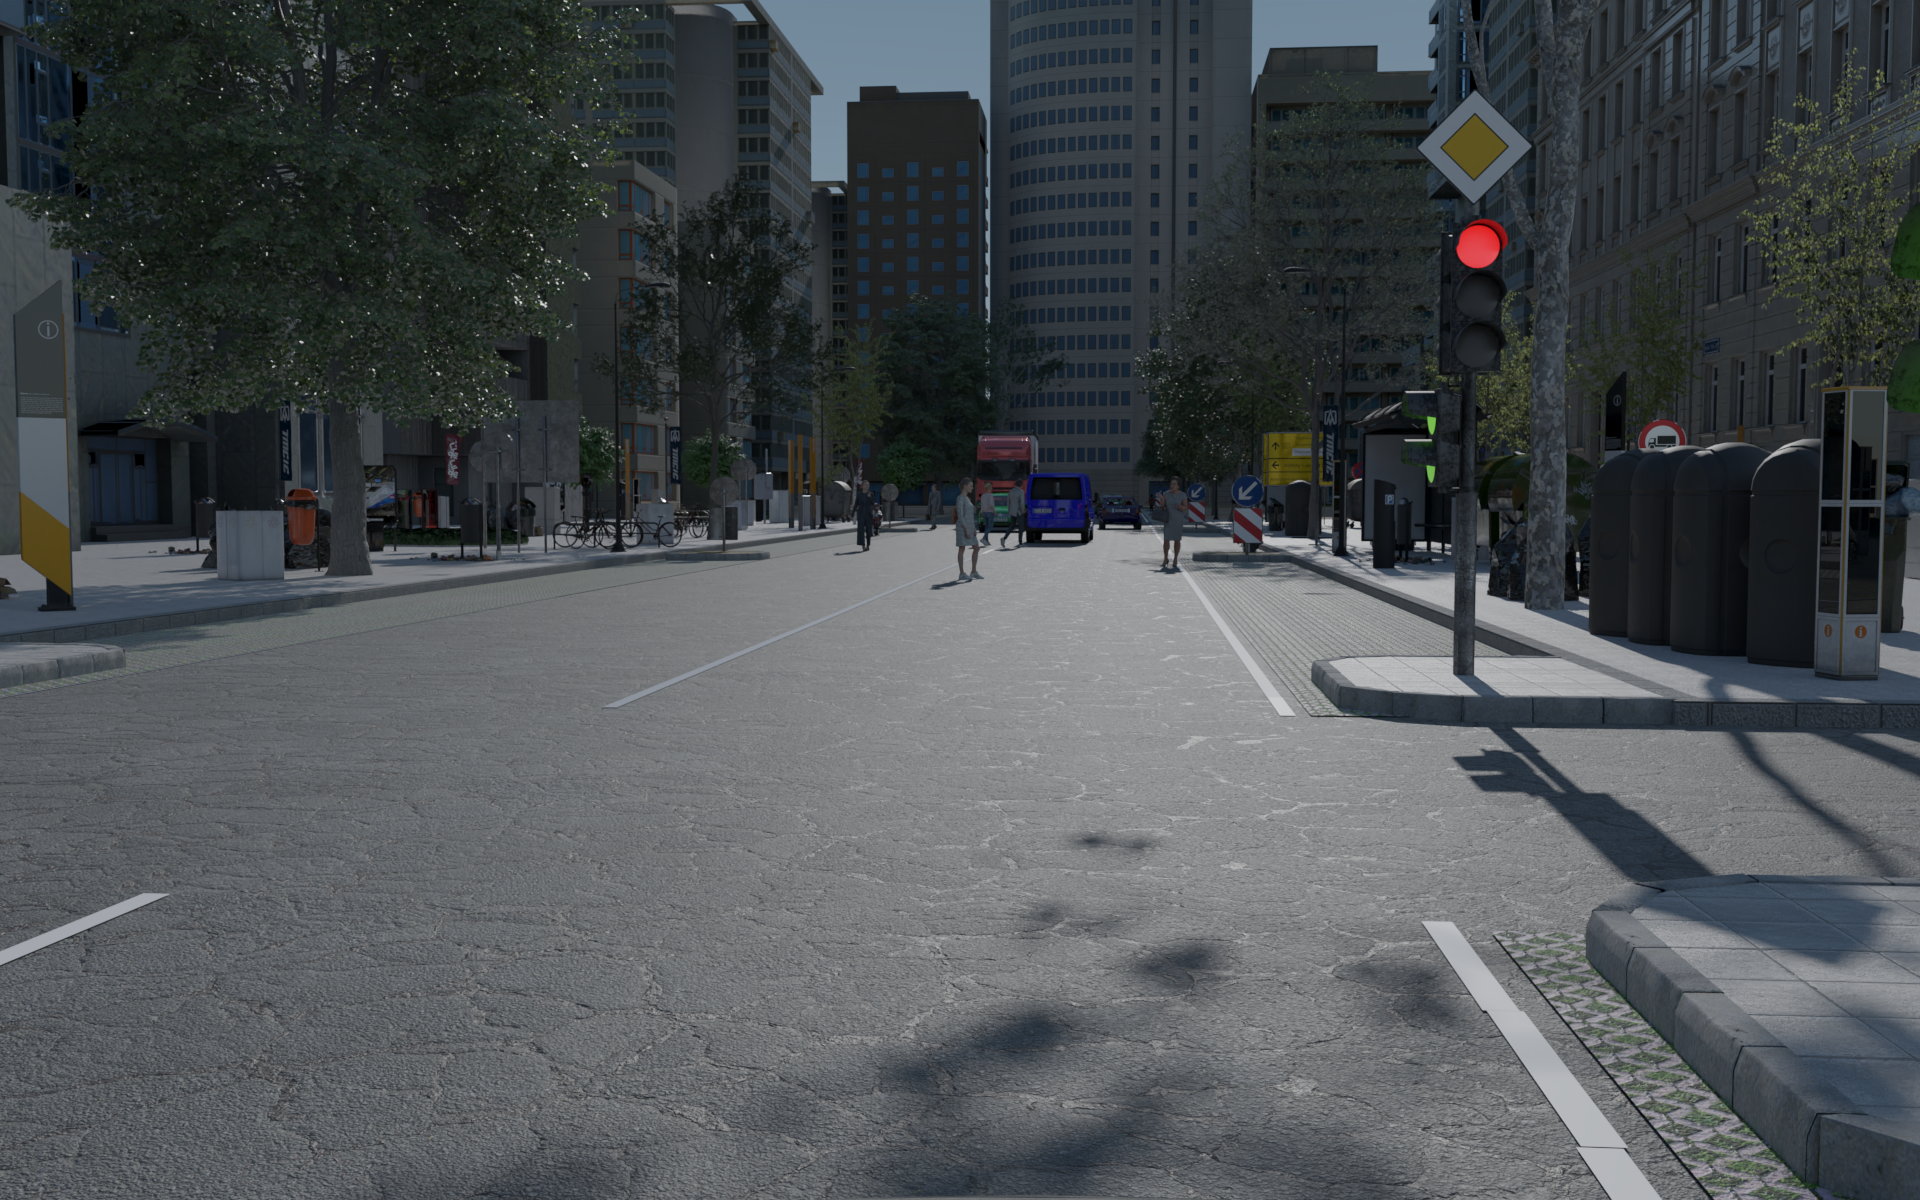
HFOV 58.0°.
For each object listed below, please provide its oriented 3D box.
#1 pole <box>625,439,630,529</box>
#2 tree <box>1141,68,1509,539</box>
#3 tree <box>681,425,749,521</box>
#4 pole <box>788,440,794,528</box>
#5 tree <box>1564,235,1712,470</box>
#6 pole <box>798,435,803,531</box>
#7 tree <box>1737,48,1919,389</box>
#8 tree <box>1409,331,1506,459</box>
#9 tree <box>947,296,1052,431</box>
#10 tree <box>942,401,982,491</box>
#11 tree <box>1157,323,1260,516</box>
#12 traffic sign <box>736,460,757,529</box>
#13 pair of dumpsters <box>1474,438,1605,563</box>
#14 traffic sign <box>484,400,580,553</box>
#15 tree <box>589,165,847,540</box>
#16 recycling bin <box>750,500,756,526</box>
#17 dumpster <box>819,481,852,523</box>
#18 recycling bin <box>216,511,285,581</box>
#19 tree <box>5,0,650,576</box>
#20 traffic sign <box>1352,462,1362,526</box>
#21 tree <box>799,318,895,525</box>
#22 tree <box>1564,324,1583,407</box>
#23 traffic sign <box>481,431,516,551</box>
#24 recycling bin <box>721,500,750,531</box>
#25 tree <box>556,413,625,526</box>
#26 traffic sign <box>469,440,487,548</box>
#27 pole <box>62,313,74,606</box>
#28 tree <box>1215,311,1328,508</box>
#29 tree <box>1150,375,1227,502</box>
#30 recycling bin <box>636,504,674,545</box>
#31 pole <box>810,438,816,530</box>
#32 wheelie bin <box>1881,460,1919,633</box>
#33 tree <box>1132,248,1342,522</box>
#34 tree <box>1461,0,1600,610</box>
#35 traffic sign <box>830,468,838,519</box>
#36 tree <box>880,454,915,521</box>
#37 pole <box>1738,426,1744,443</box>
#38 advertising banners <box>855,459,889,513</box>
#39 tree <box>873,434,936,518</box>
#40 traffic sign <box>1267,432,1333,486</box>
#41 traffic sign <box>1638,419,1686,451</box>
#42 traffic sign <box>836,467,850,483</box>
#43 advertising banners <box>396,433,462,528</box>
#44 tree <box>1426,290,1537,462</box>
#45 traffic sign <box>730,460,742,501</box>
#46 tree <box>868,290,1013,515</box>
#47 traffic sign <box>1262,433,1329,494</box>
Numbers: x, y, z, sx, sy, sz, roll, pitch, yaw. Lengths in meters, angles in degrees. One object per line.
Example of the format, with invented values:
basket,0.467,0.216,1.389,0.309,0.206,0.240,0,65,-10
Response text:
pole,-12.306,-4.298,64.117,0.158,3.312,0.155,0,3,0
tree,10.285,-8.503,49.401,12.009,13.543,11.850,0,3,0
tree,-11.837,-6.074,83.017,4.285,4.588,4.351,0,3,0
pole,-6.378,-4.379,65.433,0.158,3.312,0.155,0,3,0
tree,19.644,-6.094,49.995,4.737,8.622,4.395,0,3,0
pole,-5.487,-4.018,59.532,0.158,3.312,0.155,0,3,0
tree,15.389,-4.843,29.538,4.360,8.622,3.978,0,3,0
tree,21.406,-7.645,75.354,4.737,8.622,4.395,0,3,0
tree,4.780,-18.823,163.651,12.611,20.169,13.585,0,3,0
tree,0.150,-10.564,123.090,4.737,8.622,4.395,0,3,0
tree,15.459,-11.293,102.774,7.486,12.596,7.792,0,3,0
traffic sign,-7.905,-3.915,64.114,0.768,2.556,0.104,0,4,7
pair of dumpsters,9.927,-1.697,30.248,1.574,2.255,4.437,0,4,5
traffic sign,-9.330,-2.680,37.694,2.265,3.308,0.079,1,4,14
tree,-6.667,-6.979,48.511,7.601,10.594,8.767,-2,4,-26
recycling bin,-8.701,-3.534,70.341,0.722,1.027,0.722,0,4,1
dumpster,-5.617,-4.405,77.778,1.264,1.857,1.865,0,4,5
recycling bin,-10.645,-0.821,25.980,0.722,1.027,0.722,3,5,40
tree,-9.681,-7.357,26.942,9.857,13.997,8.962,0,3,0
traffic sign,15.880,-4.184,68.508,0.768,2.556,0.104,0,4,6
tree,-4.507,-7.470,72.496,4.737,8.622,4.395,0,3,0
tree,20.809,-6.949,63.980,4.360,8.622,3.978,0,3,0
traffic sign,-9.402,-2.149,35.242,0.768,2.556,0.104,1,4,13
recycling bin,-7.941,-2.956,60.887,0.722,1.027,0.722,1,4,10
tree,-15.276,-5.293,70.252,4.285,4.588,4.351,0,3,0
traffic sign,-11.200,-2.487,40.775,0.768,2.556,0.104,1,4,9
pole,-10.188,-1.573,19.566,0.158,3.312,0.155,0,3,0
tree,12.167,-7.215,68.328,4.737,8.622,4.395,0,3,0
tree,18.350,-12.776,134.649,9.928,11.665,9.643,0,3,0
recycling bin,-7.809,-1.944,44.341,0.722,1.027,0.722,-3,5,-39
pole,-5.324,-4.206,62.609,0.158,3.312,0.155,0,3,0
wheelie bin,8.528,-0.507,16.202,0.980,1.594,0.693,2,4,25
tree,12.659,-9.918,79.163,9.611,12.733,9.660,0,3,0
tree,7.449,-10.033,19.925,12.611,20.169,13.585,0,3,0
traffic sign,-5.978,-5.148,84.273,0.768,2.556,0.104,1,4,14
tree,-3.192,-5.450,83.706,1.663,3.219,1.824,0,3,0
pole,23.250,-3.535,51.641,0.158,3.312,0.155,0,3,0
advertising banners,-4.369,-5.480,85.784,2.074,3.025,0.090,2,4,34
tree,-2.972,-6.735,93.825,4.285,4.588,4.351,0,3,0
traffic sign,11.184,-3.840,56.664,2.265,3.308,0.079,0,4,7
traffic sign,11.937,-1.799,29.514,0.768,2.556,0.104,1,4,13
traffic sign,-5.572,-5.010,82.015,0.768,2.556,0.104,1,4,14
advertising banners,-15.203,-3.263,49.540,2.074,3.025,0.090,-3,4,-38
tree,17.866,-6.637,58.878,4.360,8.622,3.978,0,3,0
traffic sign,-8.171,-3.928,64.325,0.768,2.556,0.104,1,4,11
tree,-1.395,-12.258,107.071,9.857,13.997,8.962,0,3,0
traffic sign,11.253,-3.920,57.973,2.265,3.308,0.079,0,4,8
